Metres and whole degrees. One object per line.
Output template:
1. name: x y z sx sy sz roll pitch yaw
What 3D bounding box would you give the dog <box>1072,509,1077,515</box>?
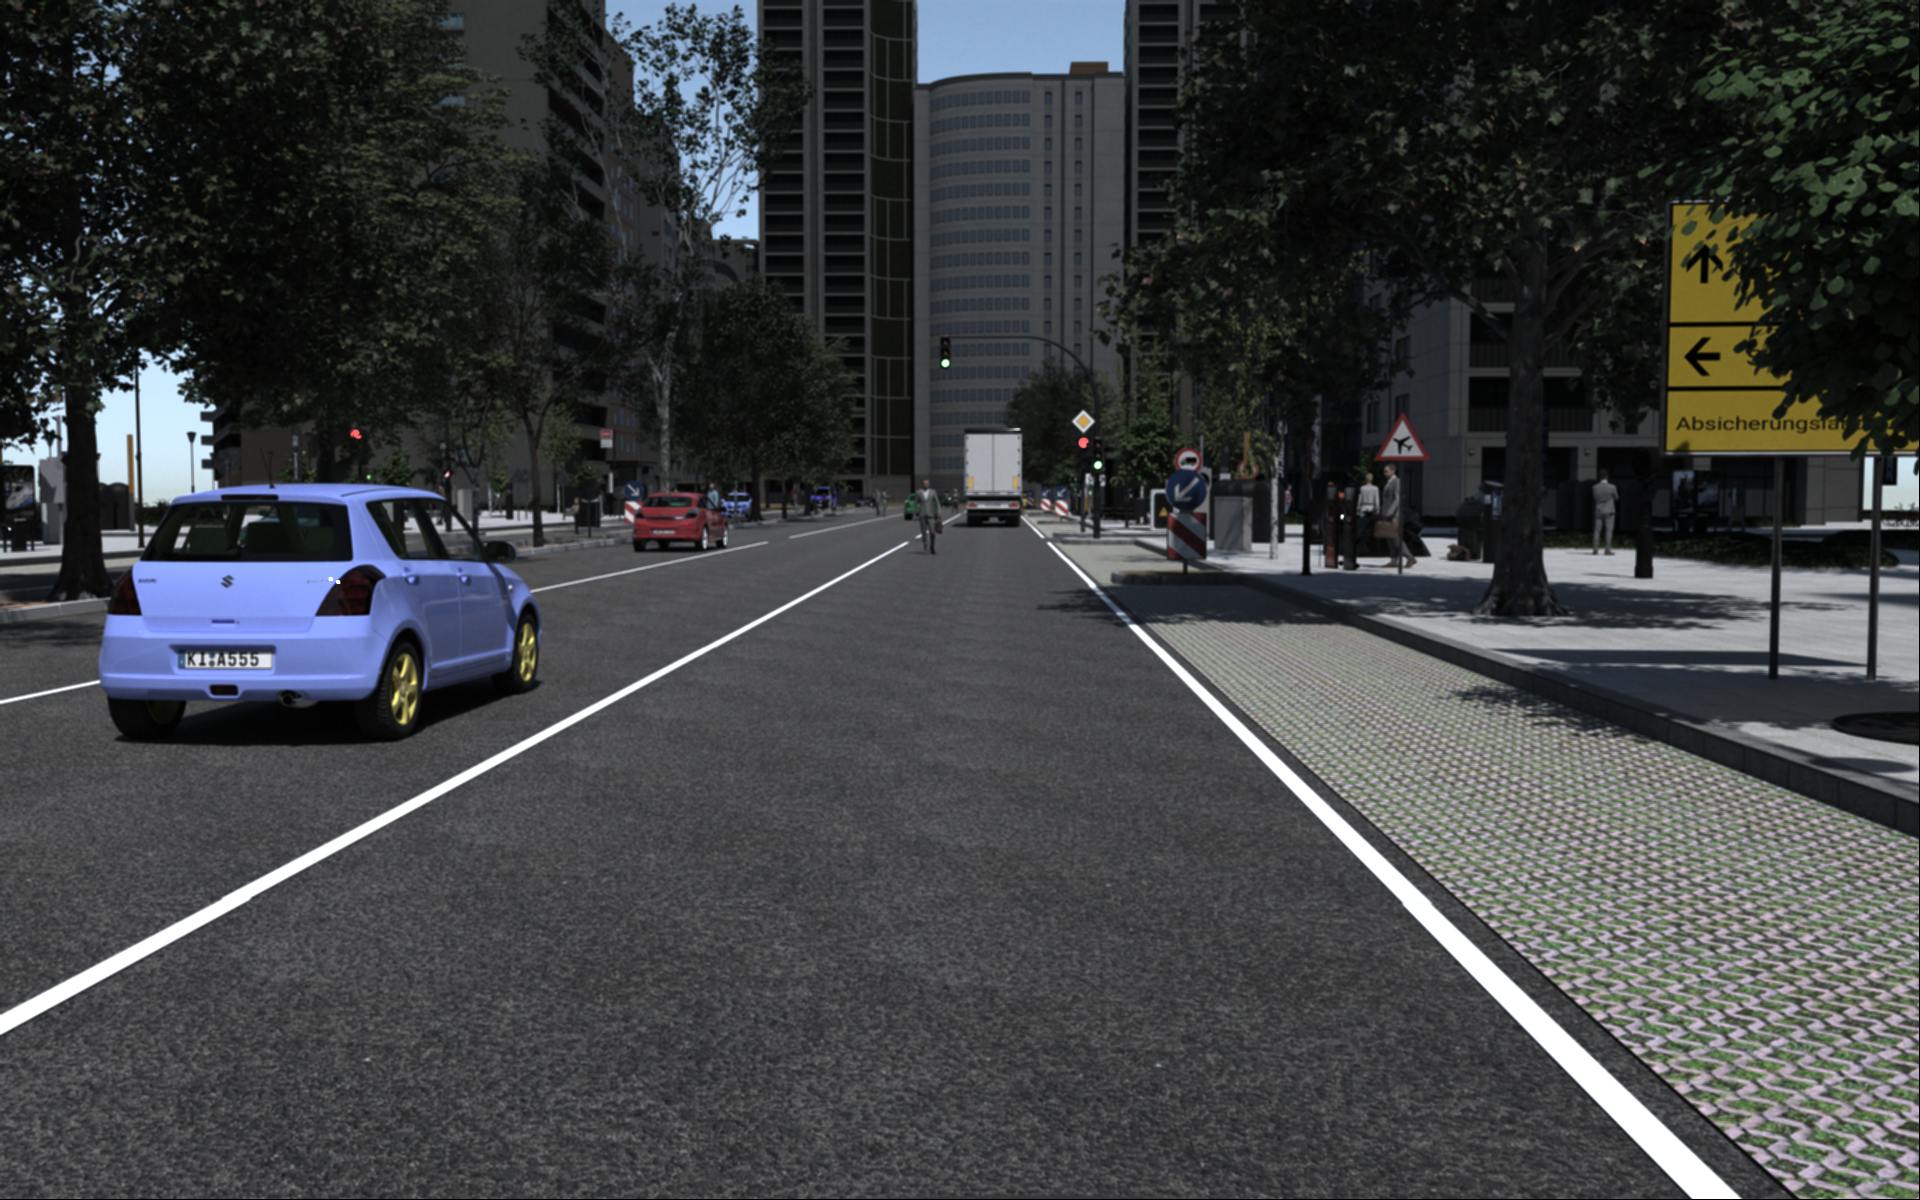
1. dog: 6.926 -5.270 103.904 0.748 0.427 0.550 -3 5 -39

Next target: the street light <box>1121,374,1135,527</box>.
1. street light: 6.428 -5.737 66.583 0.468 5.910 1.993 0 4 1

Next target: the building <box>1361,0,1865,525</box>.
1. building: 31.136 -39.190 79.013 20.611 71.187 20.563 0 4 1

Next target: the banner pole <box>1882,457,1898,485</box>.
1. banner pole: 32.421 -4.325 60.727 0.863 3.779 0.401 1 4 15

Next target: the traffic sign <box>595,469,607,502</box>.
1. traffic sign: -18.737 -5.489 89.751 0.884 2.594 0.081 0 4 4

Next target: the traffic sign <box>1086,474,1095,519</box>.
1. traffic sign: 6.570 -5.160 86.492 0.606 2.300 0.079 0 4 6

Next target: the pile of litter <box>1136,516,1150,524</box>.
1. pile of litter: 8.141 -3.786 75.859 1.176 0.858 1.719 1 4 11

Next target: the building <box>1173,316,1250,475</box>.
1. building: 37.223 -20.460 179.554 27.650 21.520 28.899 0 4 1

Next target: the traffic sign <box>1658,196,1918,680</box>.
1. traffic sign: 5.959 -1.100 11.863 2.265 3.308 0.079 0 4 7

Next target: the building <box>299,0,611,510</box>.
1. building: -42.292 -31.848 144.409 21.300 48.544 21.600 0 4 1

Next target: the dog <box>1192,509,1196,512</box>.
1. dog: 10.607 -3.980 79.449 0.800 0.831 0.513 1 4 10

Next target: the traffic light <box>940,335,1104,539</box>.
1. traffic light: 1.811 -4.582 49.587 4.771 5.953 1.251 0 4 1

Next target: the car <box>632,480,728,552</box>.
1. car: -7.149 -2.173 44.565 2.155 1.783 4.494 0 4 3

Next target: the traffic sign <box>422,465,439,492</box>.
1. traffic sign: -23.084 -4.610 75.478 0.768 2.556 0.104 0 4 2

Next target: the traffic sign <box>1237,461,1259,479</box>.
1. traffic sign: 10.456 -3.844 62.958 0.768 2.556 0.104 0 4 3

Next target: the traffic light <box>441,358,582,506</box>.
1. traffic light: -15.081 -5.104 58.110 4.771 5.953 1.251 0 4 1

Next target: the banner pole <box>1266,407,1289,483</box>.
1. banner pole: 9.028 -3.647 49.640 0.863 3.779 0.401 2 4 31

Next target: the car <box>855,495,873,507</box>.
1. car: -10.593 -10.962 191.803 1.945 1.354 3.894 0 4 3

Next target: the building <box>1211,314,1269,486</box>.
1. building: 38.741 -28.137 151.923 32.217 40.220 23.993 0 4 1

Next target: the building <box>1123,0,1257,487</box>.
1. building: 33.267 -48.908 237.897 20.611 71.187 20.563 0 4 1

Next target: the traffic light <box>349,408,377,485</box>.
1. traffic light: -17.352 -3.744 50.139 0.839 4.253 0.868 0 4 1

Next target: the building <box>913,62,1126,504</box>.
1. building: 7.874 -42.687 239.923 28.212 58.520 21.231 0 4 1

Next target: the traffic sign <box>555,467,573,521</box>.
1. traffic sign: -19.065 -5.097 83.342 0.884 2.594 0.081 0 4 5

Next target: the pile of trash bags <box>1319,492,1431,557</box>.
1. pile of trash bags: 8.497 -1.646 36.664 1.912 1.369 3.447 -1 4 -11

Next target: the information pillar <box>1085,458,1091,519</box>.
1. information pillar: 6.536 -6.027 89.892 0.504 3.616 0.183 1 4 16

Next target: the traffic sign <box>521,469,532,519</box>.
1. traffic sign: -22.354 -5.450 89.207 0.768 2.556 0.104 1 4 11

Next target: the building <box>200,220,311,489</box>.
1. building: -72.775 -32.924 188.416 14.200 45.320 14.600 0 4 1

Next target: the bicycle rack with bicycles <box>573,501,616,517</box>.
1. bicycle rack with bicycles: -20.338 -5.059 96.093 2.852 0.926 2.925 -1 4 -16

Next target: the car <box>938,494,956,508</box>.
1. car: -1.258 -10.340 180.858 2.131 1.459 4.920 0 4 0

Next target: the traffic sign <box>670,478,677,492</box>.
1. traffic sign: -18.217 -6.575 109.633 0.606 2.300 0.079 0 4 4

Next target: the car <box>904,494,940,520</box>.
1. car: -2.126 -5.375 96.670 1.959 1.807 4.718 0 4 2

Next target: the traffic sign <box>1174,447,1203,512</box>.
1. traffic sign: 6.188 -2.865 46.956 0.768 2.556 0.104 0 4 4

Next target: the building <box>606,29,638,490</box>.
1. building: -38.803 -31.342 162.558 14.600 45.320 14.200 0 4 1

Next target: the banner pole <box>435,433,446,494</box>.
1. banner pole: -21.166 -4.938 70.746 0.863 3.779 0.401 1 4 22

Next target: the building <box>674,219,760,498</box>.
1. building: -38.755 -33.973 247.335 23.993 40.220 32.217 0 4 1

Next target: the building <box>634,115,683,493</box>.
1. building: -38.000 -30.917 189.092 14.086 41.232 14.154 0 4 1

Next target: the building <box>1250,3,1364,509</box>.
1. building: 31.749 -28.296 117.263 22.147 44.769 28.867 0 4 1

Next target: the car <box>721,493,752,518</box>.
1. car: -13.434 -5.825 104.831 1.945 1.707 3.694 0 4 1

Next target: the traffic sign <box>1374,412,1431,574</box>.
1. traffic sign: 7.040 -1.689 27.622 0.884 2.594 0.081 0 4 7

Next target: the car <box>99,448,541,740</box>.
1. car: -3.999 -0.111 11.410 1.945 1.707 3.694 0 4 3

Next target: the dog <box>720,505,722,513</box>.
1. dog: -15.555 -5.819 111.969 0.800 0.831 0.513 3 5 39

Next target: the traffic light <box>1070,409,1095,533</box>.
1. traffic light: 4.082 -4.205 57.665 0.839 4.253 0.868 0 4 1

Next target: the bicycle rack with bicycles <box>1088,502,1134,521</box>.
1. bicycle rack with bicycles: 7.481 -4.237 82.653 2.925 0.926 2.852 0 4 -1

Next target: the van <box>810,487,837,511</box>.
1. van: -11.376 -8.551 144.188 2.240 2.365 5.245 0 4 1

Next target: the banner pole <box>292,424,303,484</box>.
1. banner pole: -23.817 -4.423 62.333 0.863 3.779 0.401 3 5 42

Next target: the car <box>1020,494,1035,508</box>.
1. car: 6.423 -9.783 170.183 2.015 1.641 3.980 0 4 1

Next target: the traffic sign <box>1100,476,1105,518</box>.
1. traffic sign: 7.631 -5.593 93.569 0.606 2.300 0.079 0 4 3

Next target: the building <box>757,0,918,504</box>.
1. building: -16.528 -49.050 240.214 20.611 71.187 20.563 0 4 1

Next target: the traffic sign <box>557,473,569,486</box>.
1. traffic sign: -19.627 -5.111 85.688 0.606 2.300 0.079 1 4 8

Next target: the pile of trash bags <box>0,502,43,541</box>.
1. pile of trash bags: -25.854 -2.358 48.301 1.912 1.369 3.447 -3 5 -45

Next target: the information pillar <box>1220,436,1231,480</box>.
1. information pillar: 10.682 -4.793 69.715 0.183 3.616 0.504 -3 5 -42

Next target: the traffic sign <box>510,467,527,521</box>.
1. traffic sign: -21.346 -5.119 83.705 0.884 2.594 0.081 0 4 6

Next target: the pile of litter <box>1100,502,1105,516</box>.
1. pile of litter: 8.771 -5.396 102.188 1.719 0.858 1.176 -1 4 -20

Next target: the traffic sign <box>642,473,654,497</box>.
1. traffic sign: -19.299 -6.543 107.079 0.768 2.556 0.104 0 4 7

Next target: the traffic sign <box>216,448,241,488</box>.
1. traffic sign: -20.352 -2.939 48.160 0.768 2.556 0.104 1 4 10
